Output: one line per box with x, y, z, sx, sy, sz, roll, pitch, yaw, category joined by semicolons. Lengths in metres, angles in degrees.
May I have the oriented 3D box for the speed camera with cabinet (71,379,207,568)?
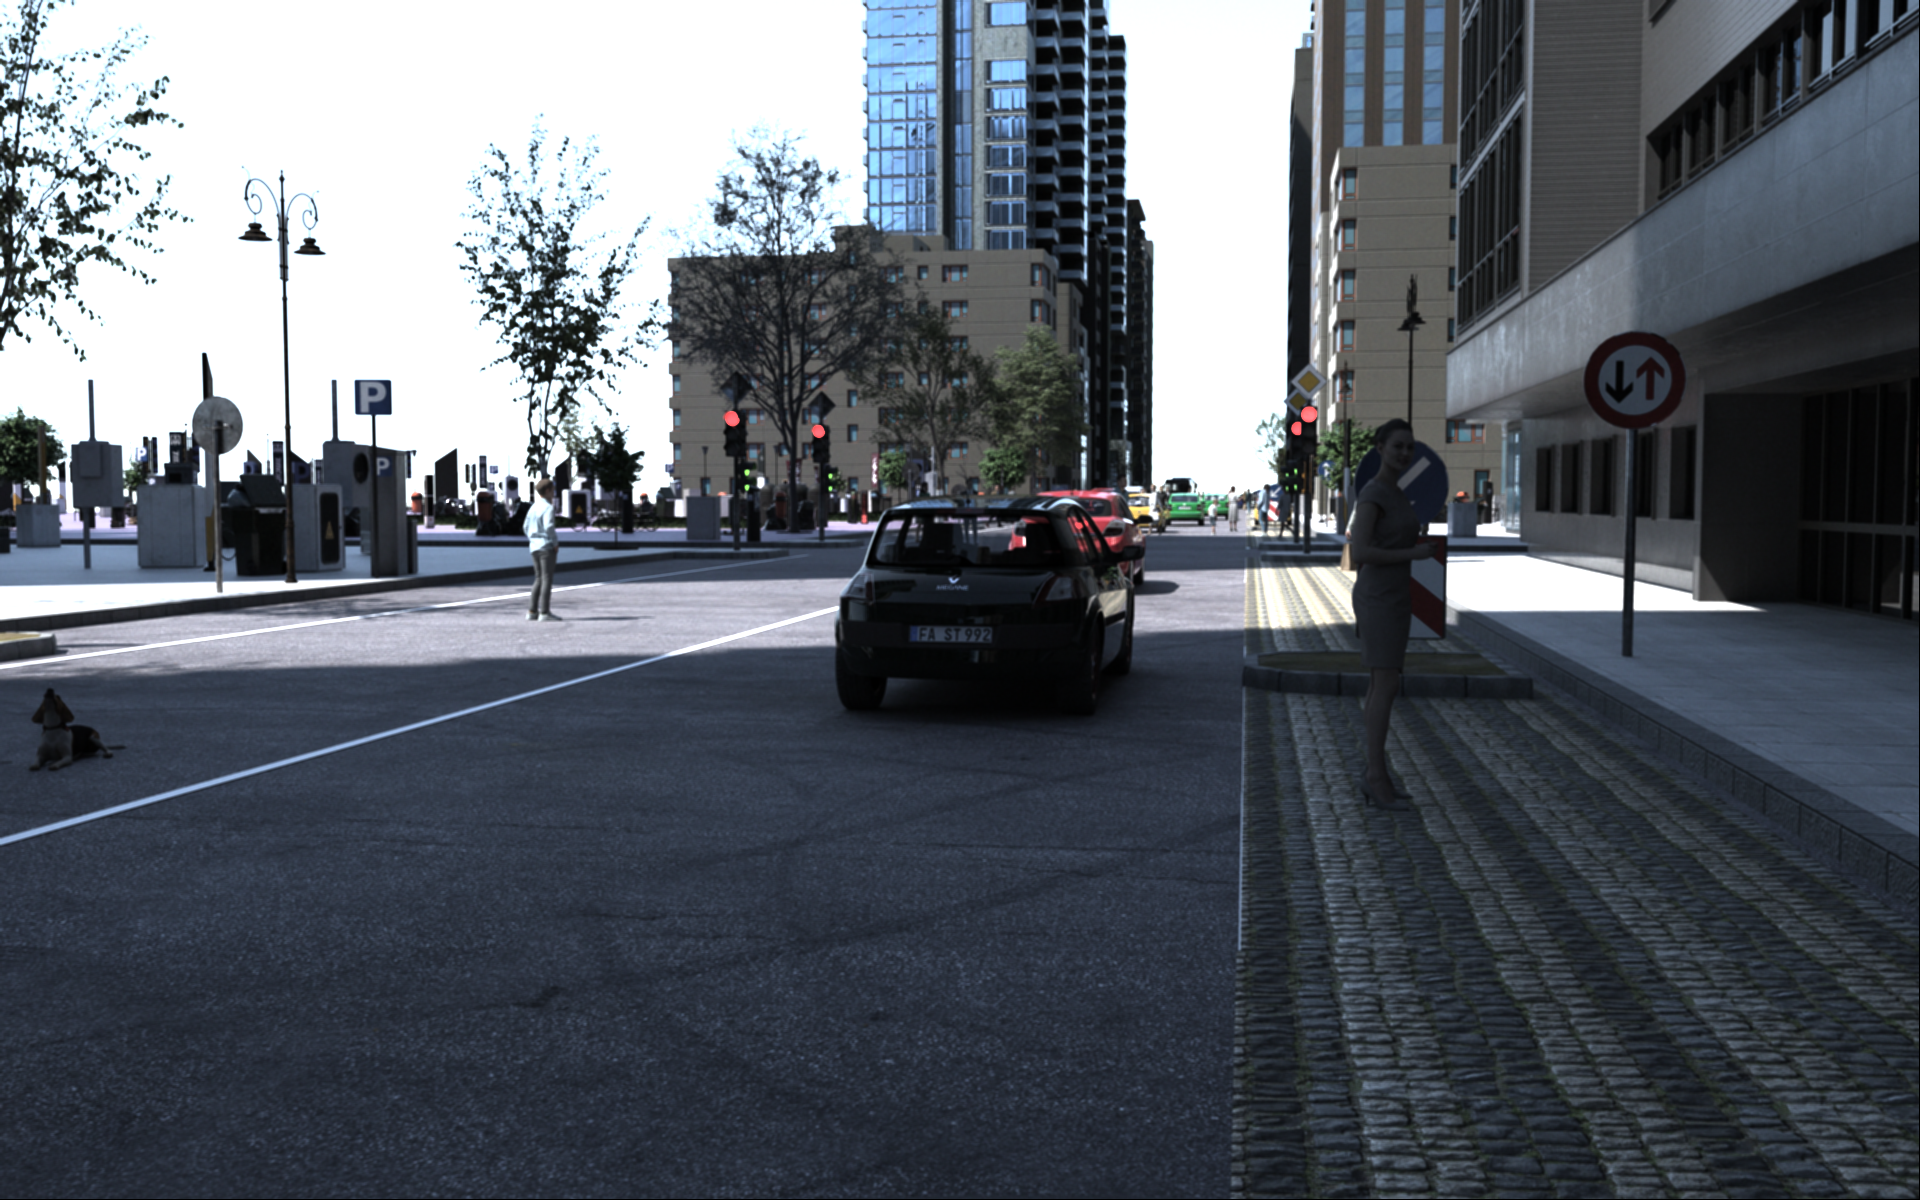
-14.261;-2.186;30.085;2.038;3.252;0.660;0;4;-5;speed camera with cabinet

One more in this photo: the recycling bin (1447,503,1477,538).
14.919;-2.380;51.467;0.722;1.027;0.722;0;4;2;recycling bin

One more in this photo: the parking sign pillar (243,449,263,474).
-41.844;-6.975;102.506;1.447;3.967;1.447;2;4;33;parking sign pillar

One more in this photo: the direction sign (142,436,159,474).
-31.659;-4.636;67.798;0.379;3.537;0.876;1;4;11;direction sign

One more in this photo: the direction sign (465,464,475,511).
-36.302;-8.354;128.587;0.876;3.537;0.379;-3;4;-37;direction sign

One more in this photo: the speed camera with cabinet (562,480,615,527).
-14.647;-4.532;68.435;2.038;3.252;0.660;-2;4;-35;speed camera with cabinet

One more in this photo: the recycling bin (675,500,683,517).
-12.744;-4.148;80.370;0.722;1.027;0.722;-3;5;-41;recycling bin

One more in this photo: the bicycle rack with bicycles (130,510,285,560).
-13.595;-1.202;33.040;2.852;0.926;2.925;0;4;4;bicycle rack with bicycles

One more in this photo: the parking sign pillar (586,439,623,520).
-16.247;-5.627;80.465;1.447;3.967;1.447;2;4;30;parking sign pillar

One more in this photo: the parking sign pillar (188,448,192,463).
-42.480;-6.503;94.792;1.447;3.967;1.447;-3;5;-40;parking sign pillar

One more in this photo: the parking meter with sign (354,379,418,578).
-8.952;-1.891;27.184;0.543;3.016;1.738;0;4;-3;parking meter with sign

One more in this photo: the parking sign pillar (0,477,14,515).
-45.962;-5.778;82.950;1.447;3.967;1.447;0;4;6;parking sign pillar

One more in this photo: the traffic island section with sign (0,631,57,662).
-9.147;-0.398;15.127;1.989;1.847;2.006;1;4;9;traffic island section with sign

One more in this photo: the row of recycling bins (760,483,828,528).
-6.516;-3.693;67.493;3.534;1.692;1.069;3;5;41;row of recycling bins

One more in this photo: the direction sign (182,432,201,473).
-28.268;-4.380;63.609;0.379;3.537;0.876;2;4;28;direction sign

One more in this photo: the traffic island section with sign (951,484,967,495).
-0.049;-3.752;69.971;1.989;1.847;2.006;1;4;9;traffic island section with sign

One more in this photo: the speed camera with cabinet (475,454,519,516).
-22.793;-5.562;85.273;2.038;3.252;0.660;-2;4;-35;speed camera with cabinet

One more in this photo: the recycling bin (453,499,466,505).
-26.961;-4.922;93.026;0.722;1.027;0.722;-2;4;-29;recycling bin

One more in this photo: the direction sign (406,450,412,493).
-28.446;-5.925;88.876;0.379;3.537;0.876;2;4;26;direction sign

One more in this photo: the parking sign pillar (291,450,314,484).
-39.806;-7.104;104.618;1.447;3.967;1.447;3;4;38;parking sign pillar

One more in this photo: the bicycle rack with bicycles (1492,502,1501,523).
24.504;-3.848;76.294;2.925;0.926;2.852;-2;4;-33;bicycle rack with bicycles

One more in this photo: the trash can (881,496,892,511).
-4.332;-5.535;102.144;0.748;1.137;0.748;0;3;0;trash can

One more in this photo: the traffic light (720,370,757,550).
-5.068;-3.085;39.355;0.839;4.253;0.868;1;4;9;traffic light

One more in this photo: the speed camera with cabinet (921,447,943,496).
-1.177;-4.810;72.975;0.660;3.252;2.038;1;4;11;speed camera with cabinet

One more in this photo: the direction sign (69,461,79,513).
-61.362;-7.844;120.248;0.379;3.537;0.876;2;4;33;direction sign

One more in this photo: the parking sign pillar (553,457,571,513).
-27.424;-8.013;119.483;1.447;3.967;1.447;-3;5;-45;parking sign pillar

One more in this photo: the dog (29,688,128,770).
-4.738;0.663;9.348;0.550;0.427;0.748;3;4;36;dog

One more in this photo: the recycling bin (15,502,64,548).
-22.331;-1.798;41.955;0.722;1.027;0.722;2;4;32;recycling bin

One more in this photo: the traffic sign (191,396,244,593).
-9.621;-1.365;22.431;0.768;2.556;0.104;1;4;13;traffic sign

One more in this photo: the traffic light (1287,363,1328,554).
7.475;-2.959;37.300;0.839;4.253;0.868;1;4;9;traffic light

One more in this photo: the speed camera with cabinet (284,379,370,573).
-10.645;-2.131;29.175;0.660;3.252;2.038;0;4;6;speed camera with cabinet

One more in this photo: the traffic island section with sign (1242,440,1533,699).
3.151;-0.273;13.088;1.989;1.847;2.006;1;4;9;traffic island section with sign

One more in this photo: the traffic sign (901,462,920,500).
-1.967;-4.187;68.568;0.768;2.556;0.104;1;4;14;traffic sign

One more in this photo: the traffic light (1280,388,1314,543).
8.781;-3.441;45.178;0.839;4.253;0.868;1;4;9;traffic light

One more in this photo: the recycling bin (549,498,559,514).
-25.862;-5.942;109.704;0.722;1.027;0.722;1;4;14;recycling bin

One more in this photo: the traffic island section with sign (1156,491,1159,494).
26.040;-13.385;227.475;1.989;1.847;2.006;1;4;9;traffic island section with sign

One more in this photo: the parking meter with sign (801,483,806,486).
-10.907;-7.494;118.780;1.738;3.016;0.543;-3;4;-36;parking meter with sign

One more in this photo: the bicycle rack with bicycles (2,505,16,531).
-31.653;-2.643;56.588;2.852;0.926;2.925;-1;4;-11;bicycle rack with bicycles

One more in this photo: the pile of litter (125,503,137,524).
-35.678;-3.756;75.370;1.176;0.858;1.719;1;4;21;pile of litter

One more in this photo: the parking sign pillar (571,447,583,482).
-21.211;-6.811;99.830;1.447;3.967;1.447;3;5;41;parking sign pillar

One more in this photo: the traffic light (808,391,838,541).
-3.763;-3.566;47.233;0.839;4.253;0.868;1;4;9;traffic light

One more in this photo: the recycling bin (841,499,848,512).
-6.271;-5.092;95.808;0.722;1.027;0.722;-2;4;-33;recycling bin

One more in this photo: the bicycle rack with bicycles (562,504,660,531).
-11.752;-2.869;60.291;2.925;0.926;2.852;1;4;16;bicycle rack with bicycles

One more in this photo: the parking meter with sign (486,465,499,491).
-28.291;-6.620;104.499;0.543;3.016;1.738;-2;4;-28;parking meter with sign

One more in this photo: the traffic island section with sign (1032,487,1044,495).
4.354;-5.378;96.566;1.989;1.847;2.006;1;4;9;traffic island section with sign

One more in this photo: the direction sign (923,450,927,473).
-1.821;-6.005;90.185;0.379;3.537;0.876;0;4;7;direction sign

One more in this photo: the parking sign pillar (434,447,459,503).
-29.189;-6.727;98.460;1.447;3.967;1.447;-1;4;-13;parking sign pillar

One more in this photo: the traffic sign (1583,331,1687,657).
5.278;-0.827;13.622;0.768;2.556;0.104;1;4;12;traffic sign

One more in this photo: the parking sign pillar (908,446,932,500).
-2.214;-6.582;96.093;1.447;3.967;1.447;1;4;15;parking sign pillar

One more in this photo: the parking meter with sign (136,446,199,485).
-18.948;-2.806;42.146;1.738;3.016;0.543;0;4;-4;parking meter with sign

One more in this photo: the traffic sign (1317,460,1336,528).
13.844;-3.986;65.272;0.768;2.556;0.104;1;4;11;traffic sign

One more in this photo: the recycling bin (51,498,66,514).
-57.357;-5.963;110.048;0.722;1.027;0.722;1;4;18;recycling bin

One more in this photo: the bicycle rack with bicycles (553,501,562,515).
-21.060;-4.899;93.473;2.852;0.926;2.925;0;4;2;bicycle rack with bicycles

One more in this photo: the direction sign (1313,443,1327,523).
16.096;-5.200;77.023;0.876;3.537;0.379;-1;4;-13;direction sign

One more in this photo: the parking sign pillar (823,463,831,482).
-8.625;-7.516;111.365;1.447;3.967;1.447;1;4;9;parking sign pillar

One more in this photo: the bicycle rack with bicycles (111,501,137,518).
-43.569;-4.792;91.731;2.925;0.926;2.852;2;4;26;bicycle rack with bicycles

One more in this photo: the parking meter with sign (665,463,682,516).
-16.039;-6.205;97.708;0.543;3.016;1.738;-2;4;-33;parking meter with sign
